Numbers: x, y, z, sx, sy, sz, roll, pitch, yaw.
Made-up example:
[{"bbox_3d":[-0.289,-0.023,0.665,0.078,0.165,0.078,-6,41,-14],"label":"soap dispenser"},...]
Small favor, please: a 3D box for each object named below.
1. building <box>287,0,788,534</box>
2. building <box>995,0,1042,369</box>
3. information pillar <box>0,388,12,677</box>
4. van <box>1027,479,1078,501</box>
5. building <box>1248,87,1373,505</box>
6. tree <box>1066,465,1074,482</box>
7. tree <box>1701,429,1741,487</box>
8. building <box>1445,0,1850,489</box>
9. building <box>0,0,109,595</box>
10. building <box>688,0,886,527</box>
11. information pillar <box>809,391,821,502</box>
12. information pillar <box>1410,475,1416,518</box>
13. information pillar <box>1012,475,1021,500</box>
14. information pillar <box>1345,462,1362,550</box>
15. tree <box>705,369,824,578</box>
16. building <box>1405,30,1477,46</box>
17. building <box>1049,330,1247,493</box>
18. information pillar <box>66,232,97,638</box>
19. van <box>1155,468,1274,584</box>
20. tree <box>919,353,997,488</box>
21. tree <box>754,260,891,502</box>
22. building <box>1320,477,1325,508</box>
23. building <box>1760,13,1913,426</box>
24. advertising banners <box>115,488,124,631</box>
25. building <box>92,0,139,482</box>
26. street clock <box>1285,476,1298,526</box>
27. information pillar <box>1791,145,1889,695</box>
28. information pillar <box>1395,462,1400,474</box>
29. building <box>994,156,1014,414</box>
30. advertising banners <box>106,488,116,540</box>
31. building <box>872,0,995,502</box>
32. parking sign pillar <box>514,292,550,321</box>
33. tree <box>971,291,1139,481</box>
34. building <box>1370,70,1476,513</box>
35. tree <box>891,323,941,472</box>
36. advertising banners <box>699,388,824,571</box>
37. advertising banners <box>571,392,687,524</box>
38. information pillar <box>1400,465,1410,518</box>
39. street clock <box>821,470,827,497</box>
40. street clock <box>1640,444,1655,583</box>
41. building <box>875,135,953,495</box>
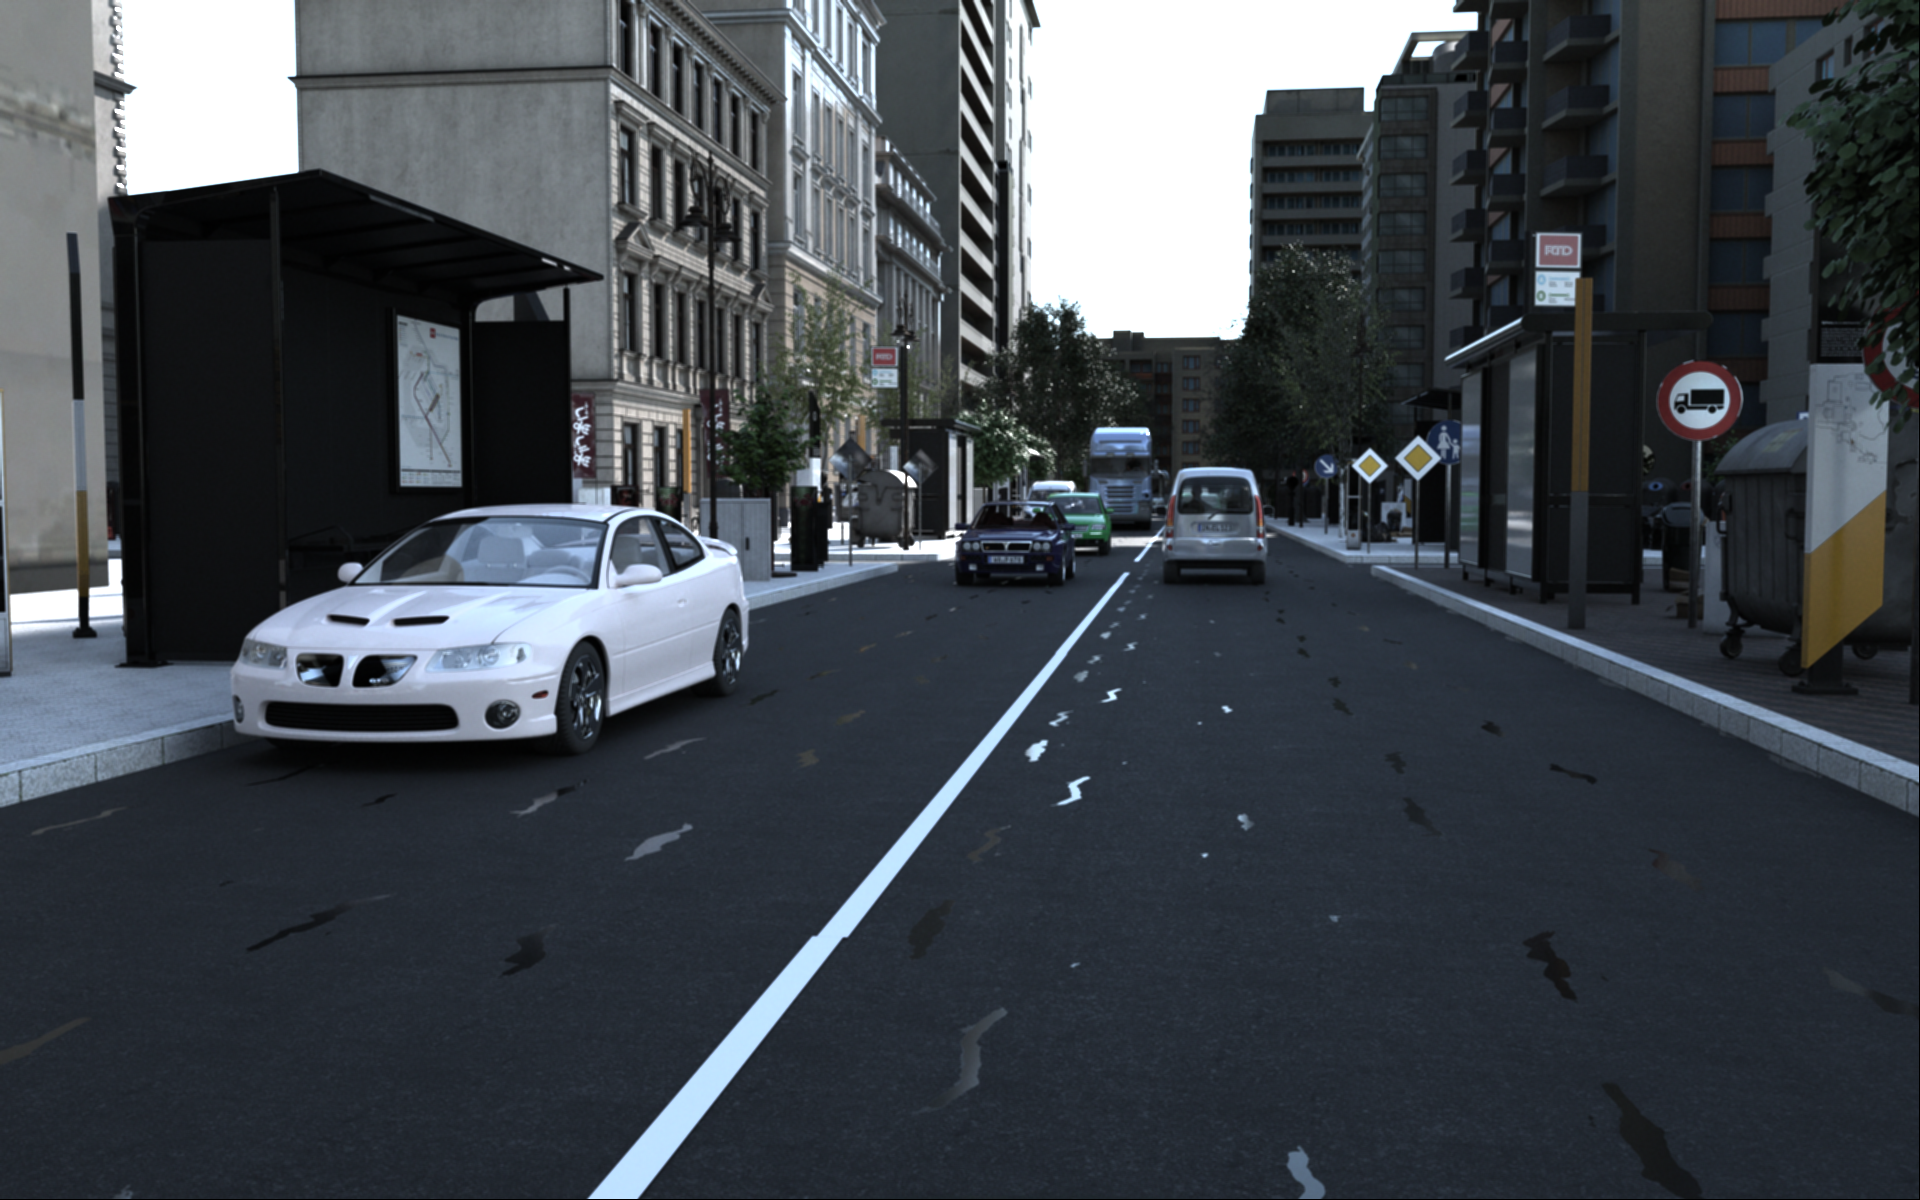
[{"bbox_3d":[-13.025,-11.787,57.351,10.561,19.102,19.286,0,4,8],"label":"building"},{"bbox_3d":[-7.047,-35.464,169.072,27.495,52.752,28.713,0,4,8],"label":"building"},{"bbox_3d":[-6.857,-0.466,12.107,0.304,2.012,0.304,-3,5,-41],"label":"information pillar"},{"bbox_3d":[2.840,-2.858,53.735,2.013,2.044,4.112,0,4,8],"label":"van"},{"bbox_3d":[45.843,-35.862,210.053,21.600,48.544,21.300,0,4,8],"label":"building"},{"bbox_3d":[2.800,-5.865,79.605,4.285,4.588,4.351,0,3,0],"label":"tree"},{"bbox_3d":[22.847,-3.463,51.218,1.663,3.219,1.824,0,3,0],"label":"tree"},{"bbox_3d":[36.305,-26.321,84.980,22.147,44.769,28.867,0,4,8],"label":"building"},{"bbox_3d":[-23.634,-23.836,13.426,21.600,48.544,21.300,0,4,8],"label":"building"},{"bbox_3d":[-11.536,-17.786,76.697,13.634,28.700,20.117,0,4,8],"label":"building"},{"bbox_3d":[-3.330,-2.958,39.722,0.183,3.616,0.504,1,4,17],"label":"information pillar"},{"bbox_3d":[18.896,-4.900,71.469,0.183,3.616,0.504,-1,4,-12],"label":"information pillar"},{"bbox_3d":[2.089,-3.727,65.421,0.304,2.012,0.304,2,4,28],"label":"information pillar"},{"bbox_3d":[9.084,-2.164,39.881,0.304,2.012,0.304,1,4,21],"label":"information pillar"},{"bbox_3d":[-3.116,-1.984,27.047,1.663,3.219,1.824,0,3,0],"label":"tree"},{"bbox_3d":[47.331,-27.386,139.645,32.217,40.220,23.993,0,4,8],"label":"building"},{"bbox_3d":[21.399,-22.847,218.587,28.899,21.520,27.650,0,4,8],"label":"building"},{"bbox_3d":[-7.838,-1.471,15.405,0.183,3.616,0.504,-2,4,-29],"label":"information pillar"},{"bbox_3d":[4.278,-1.352,29.121,2.013,2.044,4.112,0,4,8],"label":"van"},{"bbox_3d":[-0.133,-8.521,89.677,4.360,8.622,3.978,0,3,0],"label":"tree"},{"bbox_3d":[-4.514,-6.405,55.090,4.737,8.622,4.395,0,3,0],"label":"tree"},{"bbox_3d":[50.935,-28.835,163.326,32.217,40.220,23.993,0,4,8],"label":"building"},{"bbox_3d":[45.245,-12.842,55.004,28.899,21.520,27.650,0,4,8],"label":"building"},{"bbox_3d":[-7.299,-1.240,16.459,0.090,3.025,2.074,1,4,10],"label":"advertising banners"},{"bbox_3d":[-38.479,-13.893,56.033,19.941,23.489,11.050,0,4,8],"label":"building"},{"bbox_3d":[13.384,-3.995,69.890,0.471,2.002,0.358,-1,4,-22],"label":"street clock"},{"bbox_3d":[5.648,-1.204,11.038,0.504,3.616,0.183,0,4,0],"label":"information pillar"},{"bbox_3d":[28.001,-7.292,110.581,0.504,3.616,0.183,2,4,33],"label":"information pillar"},{"bbox_3d":[-3.166,-22.811,144.667,14.160,30.474,14.107,0,4,8],"label":"building"},{"bbox_3d":[-23.772,-3.183,48.232,2.074,3.025,0.090,0,4,2],"label":"advertising banners"},{"bbox_3d":[-9.224,-30.770,126.796,21.300,48.544,21.600,0,4,8],"label":"building"},{"bbox_3d":[-5.055,-1.935,20.112,1.447,3.967,1.447,-2,4,-29],"label":"parking sign pillar"},{"bbox_3d":[5.409,-11.078,98.138,9.611,12.733,9.660,0,3,0],"label":"tree"},{"bbox_3d":[35.905,-21.427,122.033,14.160,30.474,14.107,0,4,8],"label":"building"},{"bbox_3d":[-2.542,-7.436,71.945,4.737,8.622,4.395,0,3,0],"label":"tree"},{"bbox_3d":[-3.306,-1.991,28.734,2.074,3.025,0.090,0,4,4],"label":"advertising banners"},{"bbox_3d":[-5.771,-2.066,29.963,2.074,3.025,0.090,-1,4,-19],"label":"advertising banners"},{"bbox_3d":[24.405,-6.307,94.471,0.504,3.616,0.183,1,4,19],"label":"information pillar"},{"bbox_3d":[-4.161,-2.841,51.023,0.471,2.002,0.358,2,4,25],"label":"street clock"},{"bbox_3d":[9.787,-1.256,25.098,0.471,2.002,0.358,-1,4,-19],"label":"street clock"},{"bbox_3d":[-8.603,-15.772,99.667,13.314,21.916,24.055,0,4,8],"label":"building"}]
